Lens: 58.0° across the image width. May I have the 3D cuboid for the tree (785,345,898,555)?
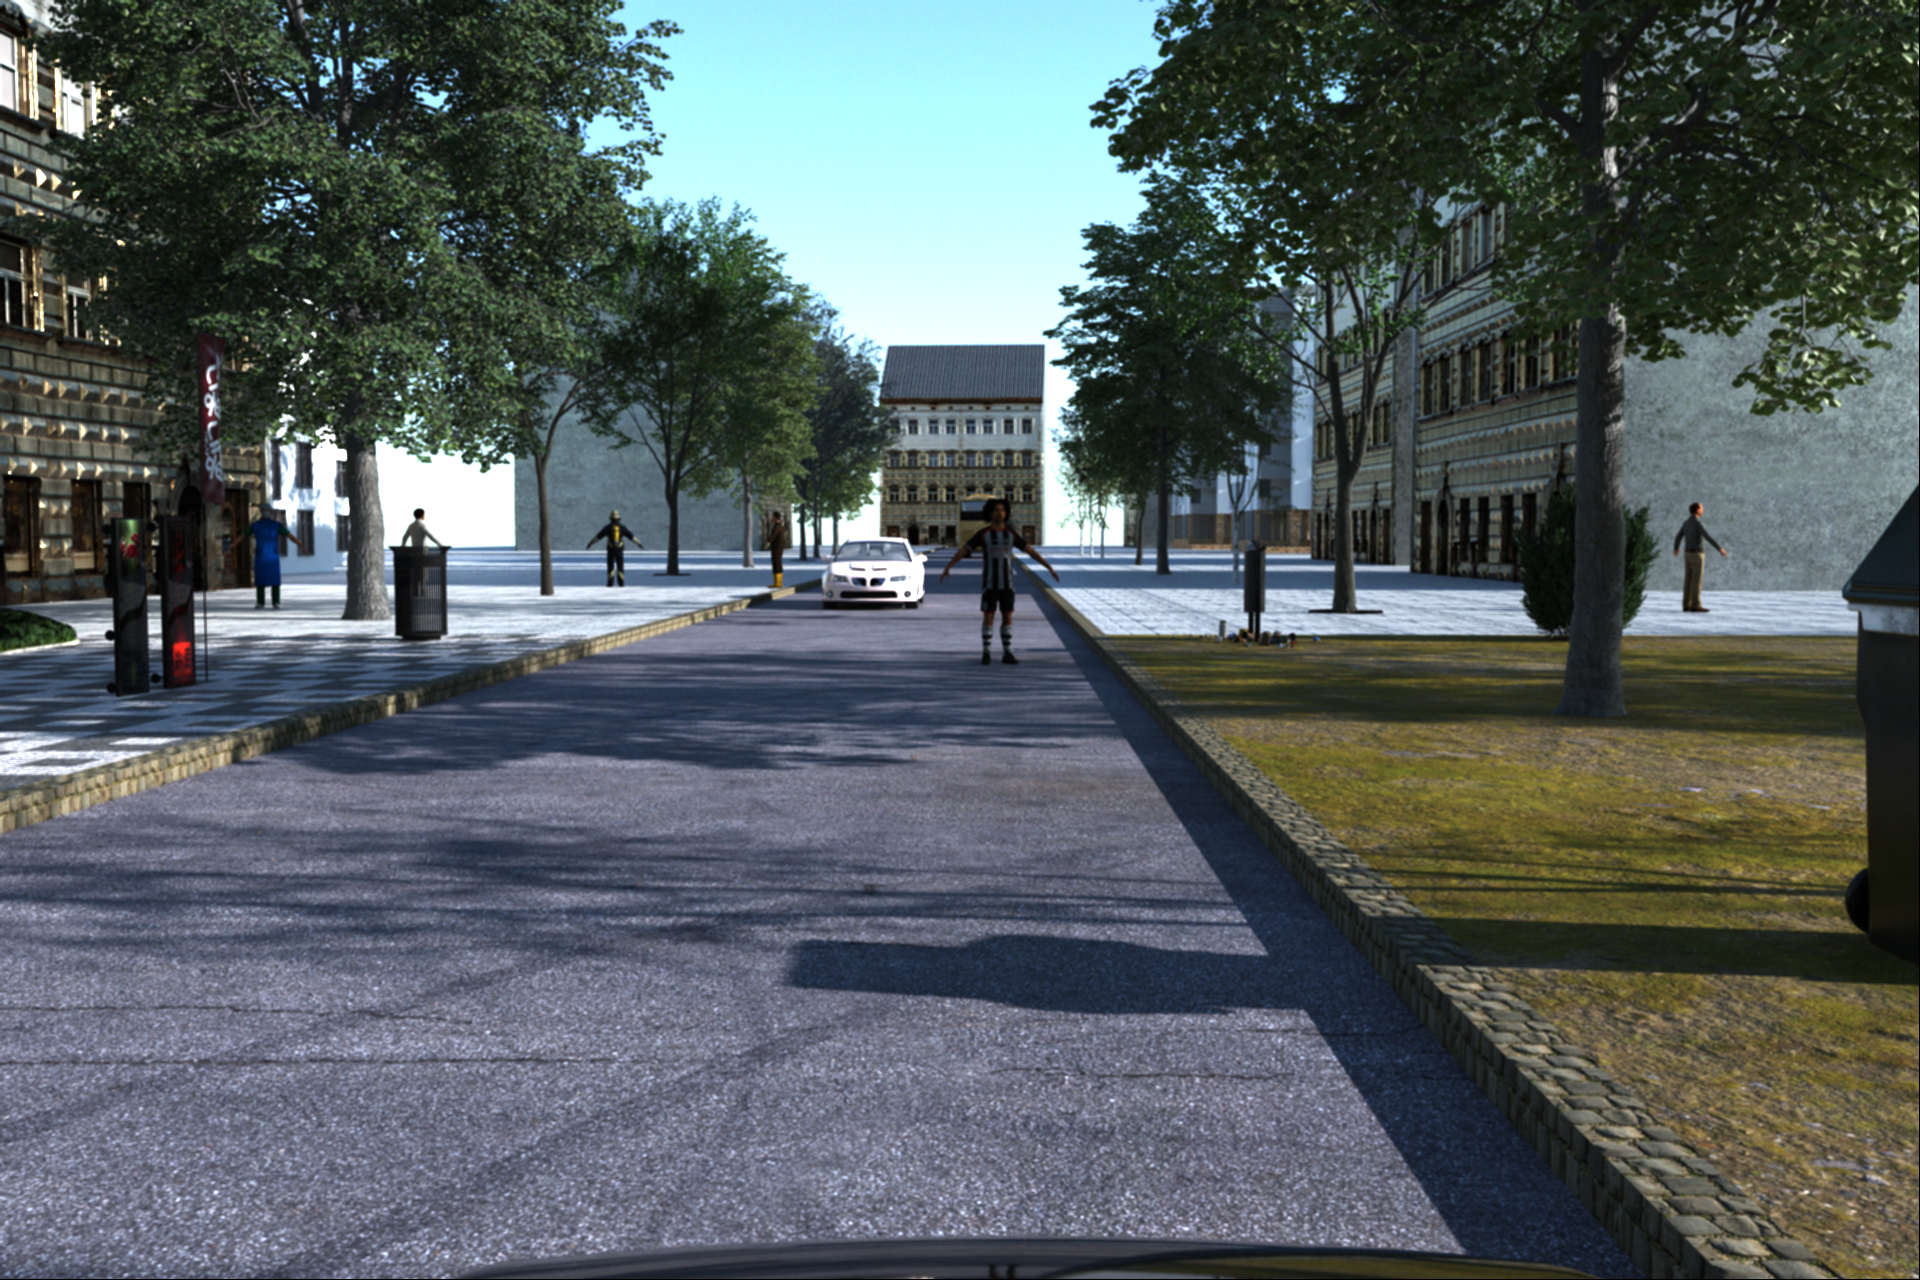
[{"bbox_3d":[-7.595,-11.378,104.153,7.486,12.596,7.792,0,3,0],"label":"tree"}]

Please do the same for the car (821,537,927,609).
[{"bbox_3d":[-1.693,-1.372,34.786,2.083,1.381,4.827,0,4,1],"label":"car"}]

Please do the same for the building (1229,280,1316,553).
[{"bbox_3d":[25.457,-16.701,129.484,16.016,20.090,11.380,0,4,1],"label":"building"}]

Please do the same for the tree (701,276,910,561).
[{"bbox_3d":[-7.538,-10.518,82.335,12.009,13.543,11.850,0,3,0],"label":"tree"}]

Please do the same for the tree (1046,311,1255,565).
[{"bbox_3d":[7.492,-8.336,70.710,8.767,10.594,7.601,-2,4,-26],"label":"tree"}]

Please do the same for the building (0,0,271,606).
[{"bbox_3d":[-26.165,-12.317,32.304,19.493,23.208,18.063,0,4,2],"label":"building"}]

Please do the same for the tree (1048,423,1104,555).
[{"bbox_3d":[7.350,-9.424,104.443,4.360,8.622,3.978,0,3,0],"label":"tree"}]

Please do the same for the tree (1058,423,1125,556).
[{"bbox_3d":[7.800,-9.112,99.344,4.737,8.622,4.395,0,3,0],"label":"tree"}]

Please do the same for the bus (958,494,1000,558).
[{"bbox_3d":[1.276,-7.034,106.549,2.896,3.916,12.252,0,4,1],"label":"bus"}]

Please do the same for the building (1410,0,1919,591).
[{"bbox_3d":[23.951,-13.223,47.132,19.493,23.208,18.063,0,4,1],"label":"building"}]

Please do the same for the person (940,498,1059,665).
[{"bbox_3d":[0.421,-0.641,19.083,1.345,1.843,0.704,-1,4,-13],"label":"person"}]

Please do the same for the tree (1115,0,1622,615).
[{"bbox_3d":[6.387,-6.248,27.910,9.928,11.665,9.643,0,3,0],"label":"tree"}]

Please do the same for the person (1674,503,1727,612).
[{"bbox_3d":[12.113,-1.360,28.512,0.705,1.796,1.348,-1,4,-11],"label":"person"}]

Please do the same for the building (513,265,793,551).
[{"bbox_3d":[-23.813,-18.781,137.997,19.493,23.208,18.063,0,4,2],"label":"building"}]

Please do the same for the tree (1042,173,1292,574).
[{"bbox_3d":[6.476,-8.338,54.451,7.486,12.596,7.792,0,3,0],"label":"tree"}]

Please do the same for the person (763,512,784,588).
[{"bbox_3d":[-4.371,-2.134,41.031,0.704,1.812,1.346,1,4,9],"label":"person"}]

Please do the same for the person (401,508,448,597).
[{"bbox_3d":[-10.989,-1.783,35.333,1.347,1.806,0.705,2,4,33],"label":"person"}]

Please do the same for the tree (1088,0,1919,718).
[{"bbox_3d":[4.466,-5.766,12.402,7.486,12.596,7.792,0,3,0],"label":"tree"}]

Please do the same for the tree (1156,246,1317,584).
[{"bbox_3d":[7.120,-5.745,44.288,4.360,8.622,3.978,0,3,0],"label":"tree"}]

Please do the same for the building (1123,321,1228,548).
[{"bbox_3d":[25.928,-20.653,168.598,19.493,23.208,18.063,0,4,1],"label":"building"}]

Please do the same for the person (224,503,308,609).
[{"bbox_3d":[-11.934,-1.449,29.822,1.347,1.817,0.704,-1,4,-16],"label":"person"}]

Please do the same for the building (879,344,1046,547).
[{"bbox_3d":[0.723,-22.410,199.790,18.063,23.208,19.493,0,4,4],"label":"building"}]

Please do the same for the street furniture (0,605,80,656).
[{"bbox_3d":[-11.434,-0.028,16.079,5.734,0.657,10.072,-1,4,-18],"label":"street furniture"}]

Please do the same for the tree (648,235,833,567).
[{"bbox_3d":[-8.388,-9.046,66.033,7.486,12.596,7.792,0,3,0],"label":"tree"}]

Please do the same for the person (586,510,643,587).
[{"bbox_3d":[-8.383,-2.221,42.090,1.354,1.856,0.705,-1,4,-17],"label":"person"}]

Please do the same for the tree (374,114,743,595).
[{"bbox_3d":[-8.633,-6.236,36.370,8.767,10.594,7.601,0,4,1],"label":"tree"}]

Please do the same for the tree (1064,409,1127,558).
[{"bbox_3d":[7.565,-8.649,91.767,4.360,8.622,3.978,0,3,0],"label":"tree"}]

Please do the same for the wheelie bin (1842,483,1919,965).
[{"bbox_3d":[3.118,0.166,5.199,0.693,1.594,0.980,0,3,0],"label":"wheelie bin"}]

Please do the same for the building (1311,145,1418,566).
[{"bbox_3d":[26.979,-15.134,78.362,19.493,23.208,18.063,0,4,1],"label":"building"}]

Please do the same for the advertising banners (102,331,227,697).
[{"bbox_3d":[-6.578,-1.118,14.475,0.090,3.025,2.074,0,4,3],"label":"advertising banners"}]

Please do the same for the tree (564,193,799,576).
[{"bbox_3d":[-8.849,-7.799,53.262,9.928,11.665,9.643,0,3,0],"label":"tree"}]

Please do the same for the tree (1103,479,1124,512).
[{"bbox_3d":[20.477,-17.701,199.778,12.009,13.543,11.850,0,3,0],"label":"tree"}]

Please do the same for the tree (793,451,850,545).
[{"bbox_3d":[-15.572,-17.087,197.495,7.486,12.596,7.792,0,3,0],"label":"tree"}]

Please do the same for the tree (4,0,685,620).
[{"bbox_3d":[-8.927,-7.271,25.540,9.857,13.997,8.962,0,3,0],"label":"tree"}]

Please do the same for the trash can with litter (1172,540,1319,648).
[{"bbox_3d":[3.449,-0.581,20.550,1.678,1.210,2.233,0,4,1],"label":"trash can with litter"}]

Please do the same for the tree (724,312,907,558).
[{"bbox_3d":[-7.952,-11.231,93.998,12.009,13.543,11.850,0,3,0],"label":"tree"}]

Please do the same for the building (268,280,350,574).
[{"bbox_3d":[-25.957,-7.173,59.430,9.099,9.664,28.070,0,3,0],"label":"building"}]

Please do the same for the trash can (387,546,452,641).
[{"bbox_3d":[-6.523,-0.569,20.950,0.748,1.137,0.748,0,3,0],"label":"trash can"}]

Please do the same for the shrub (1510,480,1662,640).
[{"bbox_3d":[7.602,-1.041,21.063,1.661,2.075,1.752,0,3,0],"label":"shrub"}]

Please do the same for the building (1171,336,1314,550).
[{"bbox_3d":[24.160,-18.240,154.636,16.016,20.090,11.380,0,4,1],"label":"building"}]
